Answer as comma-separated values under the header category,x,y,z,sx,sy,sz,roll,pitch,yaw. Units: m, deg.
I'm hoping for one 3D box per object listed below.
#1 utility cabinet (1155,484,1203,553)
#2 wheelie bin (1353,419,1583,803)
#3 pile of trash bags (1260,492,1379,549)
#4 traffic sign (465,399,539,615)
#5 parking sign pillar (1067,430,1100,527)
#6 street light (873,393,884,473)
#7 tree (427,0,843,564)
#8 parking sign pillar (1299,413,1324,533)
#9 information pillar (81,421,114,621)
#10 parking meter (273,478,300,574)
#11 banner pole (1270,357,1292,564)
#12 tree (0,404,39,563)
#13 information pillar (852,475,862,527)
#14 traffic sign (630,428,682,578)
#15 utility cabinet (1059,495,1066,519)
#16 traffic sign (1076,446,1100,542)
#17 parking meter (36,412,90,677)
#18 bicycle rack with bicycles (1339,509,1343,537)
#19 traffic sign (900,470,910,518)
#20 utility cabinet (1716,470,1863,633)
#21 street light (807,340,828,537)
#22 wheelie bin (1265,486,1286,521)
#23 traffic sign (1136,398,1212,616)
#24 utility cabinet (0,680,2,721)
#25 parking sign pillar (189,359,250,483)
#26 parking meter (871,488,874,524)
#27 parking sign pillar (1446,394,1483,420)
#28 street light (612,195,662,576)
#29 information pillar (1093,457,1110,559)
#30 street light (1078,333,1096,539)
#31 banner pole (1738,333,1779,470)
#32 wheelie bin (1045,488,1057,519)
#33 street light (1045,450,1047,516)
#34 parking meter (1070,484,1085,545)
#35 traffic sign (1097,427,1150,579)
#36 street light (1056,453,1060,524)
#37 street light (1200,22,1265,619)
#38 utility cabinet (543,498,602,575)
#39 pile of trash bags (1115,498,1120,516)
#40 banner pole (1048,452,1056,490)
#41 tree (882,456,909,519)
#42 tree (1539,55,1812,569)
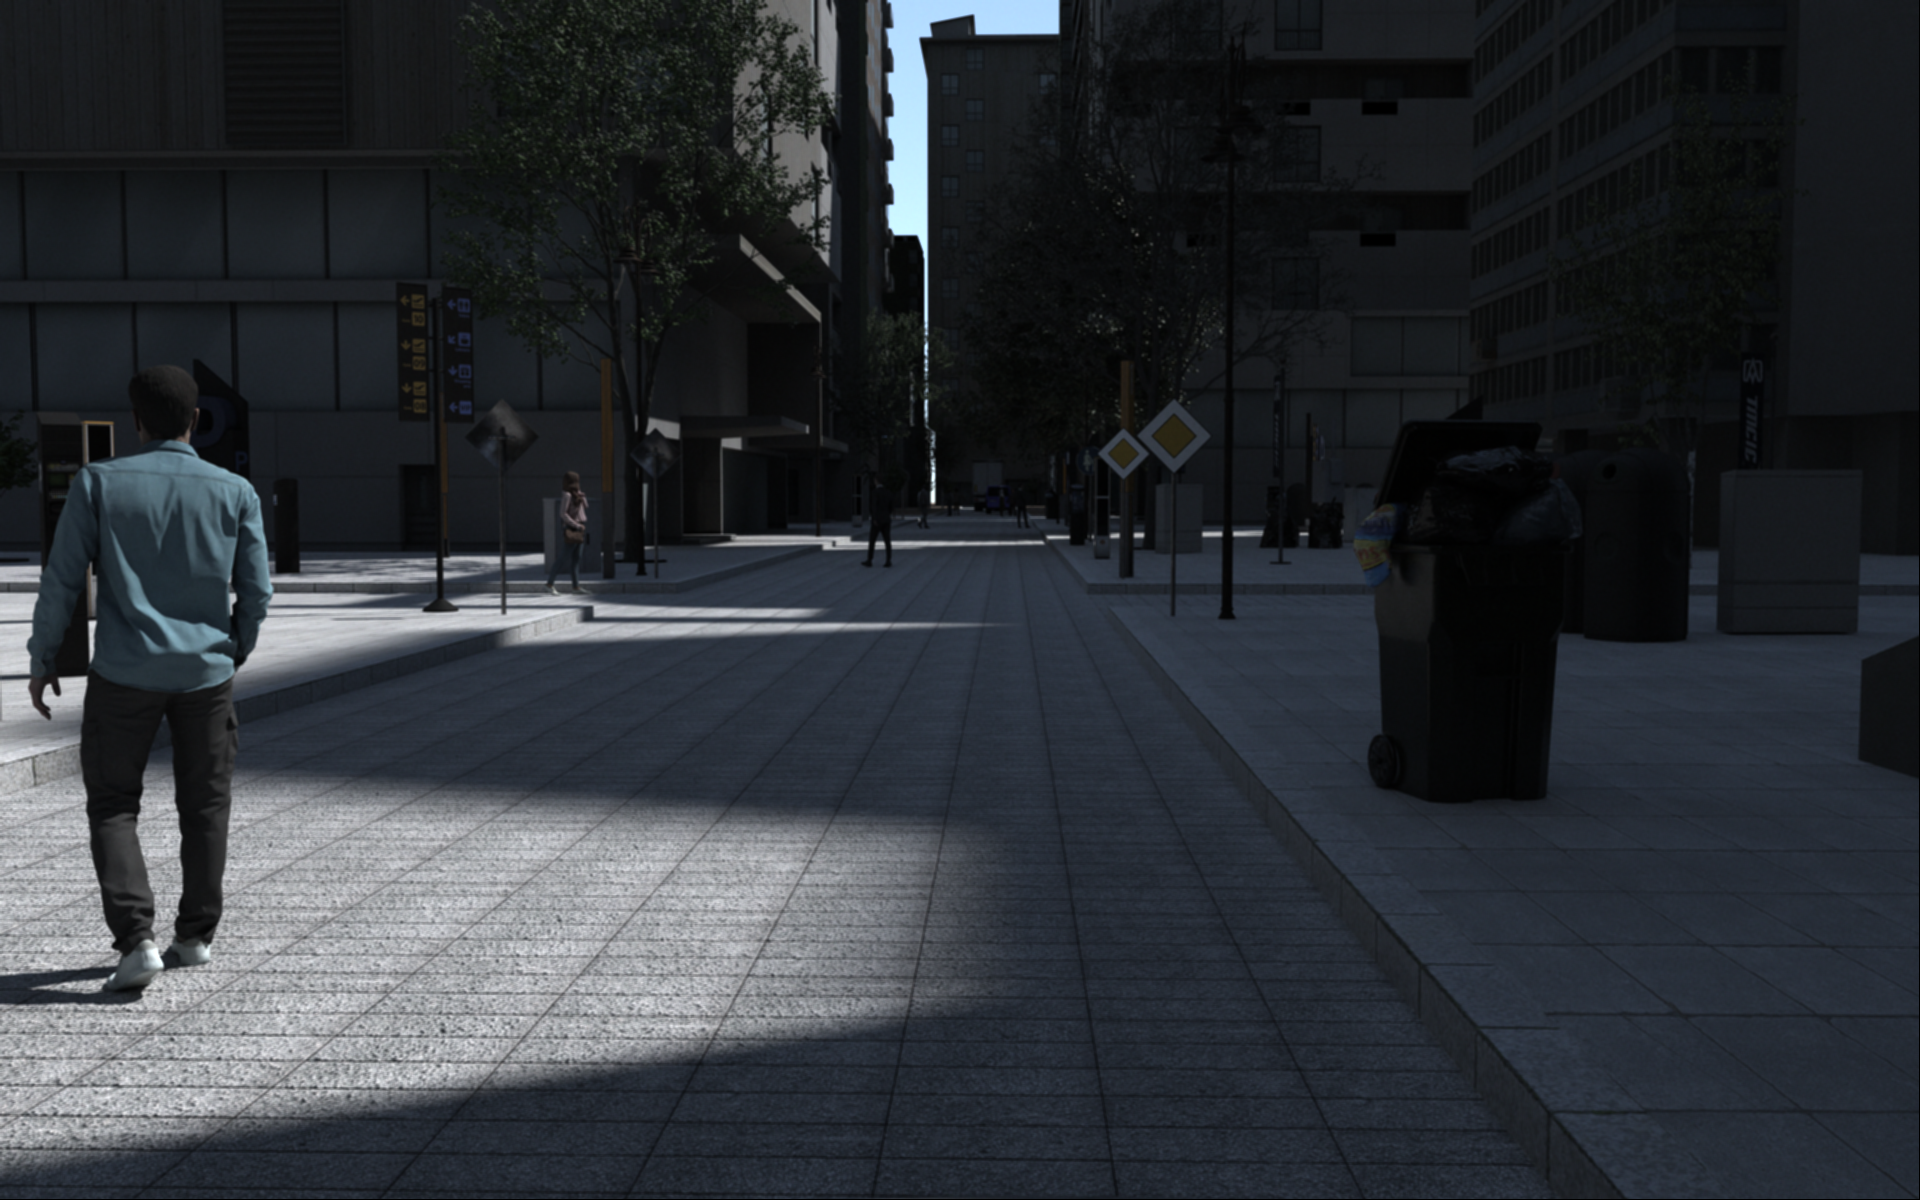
category,x,y,z,sx,sy,sz,roll,pitch,yaw
utility cabinet,4.733,-1.761,37.477,1.173,1.500,0.318,-3,5,-40
wheelie bin,2.203,0.030,7.412,0.980,1.594,0.693,-1,4,-12
pile of trash bags,8.804,-1.927,41.265,3.447,1.369,1.912,2,4,32
traffic sign,-4.855,-0.902,18.383,0.795,2.450,0.064,0,4,2
parking sign pillar,4.882,-4.809,67.094,1.447,3.967,1.447,2,4,34
street light,-3.585,-6.414,77.658,0.468,5.910,1.993,0,4,2
tree,-6.042,-6.513,32.243,9.928,11.665,9.643,0,3,0
parking sign pillar,11.903,-4.261,58.139,1.447,3.967,1.447,1,4,19
information pillar,-8.830,-0.806,17.665,0.304,2.012,0.304,3,4,36
parking meter,-10.903,-1.201,28.041,0.372,1.533,0.369,0,3,0
banner pole,5.882,-2.566,31.976,0.401,3.779,0.863,0,4,-4
tree,-18.177,-2.327,32.649,1.663,3.219,1.824,0,3,0
information pillar,-3.951,-3.797,66.568,0.304,2.012,0.304,-2,4,-26
traffic sign,-4.629,-1.390,26.365,0.795,2.450,0.064,0,4,2
utility cabinet,5.193,-4.852,90.494,1.020,1.237,0.306,-2,4,-24
traffic sign,3.497,-2.829,46.367,0.768,2.556,0.104,0,4,8
parking meter,-6.322,-0.397,12.209,0.255,1.863,0.399,-2,4,-33
bicycle rack with bicycles,11.545,-2.262,50.372,2.852,0.926,2.925,-1,4,-18
traffic sign,-2.962,-5.484,89.762,0.768,2.556,0.104,0,4,4
utility cabinet,7.604,-0.442,15.902,1.173,1.500,0.318,0,4,-2
street light,-4.270,-4.849,52.064,0.468,5.910,1.993,0,4,2
wheelie bin,12.474,-3.694,68.311,0.980,1.594,0.693,1,4,20
traffic sign,2.236,-0.888,18.162,0.795,2.450,0.064,0,4,2
utility cabinet,-5.944,0.086,9.752,1.020,1.237,0.306,1,4,12
parking sign pillar,-14.723,-2.804,34.324,1.447,3.967,1.447,2,4,24
parking meter,-3.578,-3.960,73.150,0.372,1.533,0.369,0,3,0
parking sign pillar,13.490,-3.583,47.062,1.447,3.967,1.447,1,4,13
street light,-5.030,-3.326,27.161,0.468,5.910,1.993,0,4,2
information pillar,2.806,-1.820,34.244,0.304,2.012,0.304,0,4,-1
street light,3.582,-4.664,49.037,0.468,5.910,1.993,0,4,2
banner pole,12.427,-2.258,26.936,0.863,3.779,0.401,-1,4,-17
wheelie bin,4.670,-4.939,88.655,0.693,1.594,0.980,0,4,-2
street light,4.953,-7.747,99.449,0.468,5.910,1.993,0,4,2
parking meter,2.949,-2.145,43.475,0.372,1.533,0.369,0,3,0
traffic sign,2.462,-1.376,26.144,0.795,2.450,0.064,0,4,2
street light,4.217,-6.214,74.387,0.468,5.910,1.993,0,4,2
street light,2.745,-2.743,17.636,0.468,5.910,1.993,0,4,2
utility cabinet,-6.259,-1.032,28.033,0.306,1.237,1.020,2,4,33
pile of trash bags,10.649,-5.459,99.010,3.447,1.369,1.912,0,4,-6
banner pole,5.044,-6.492,96.164,0.401,3.779,0.863,-2,4,-34
tree,-3.459,-5.699,87.782,1.663,3.219,1.824,0,3,0
tree,12.438,-4.854,29.719,4.737,8.622,4.395,0,3,0
